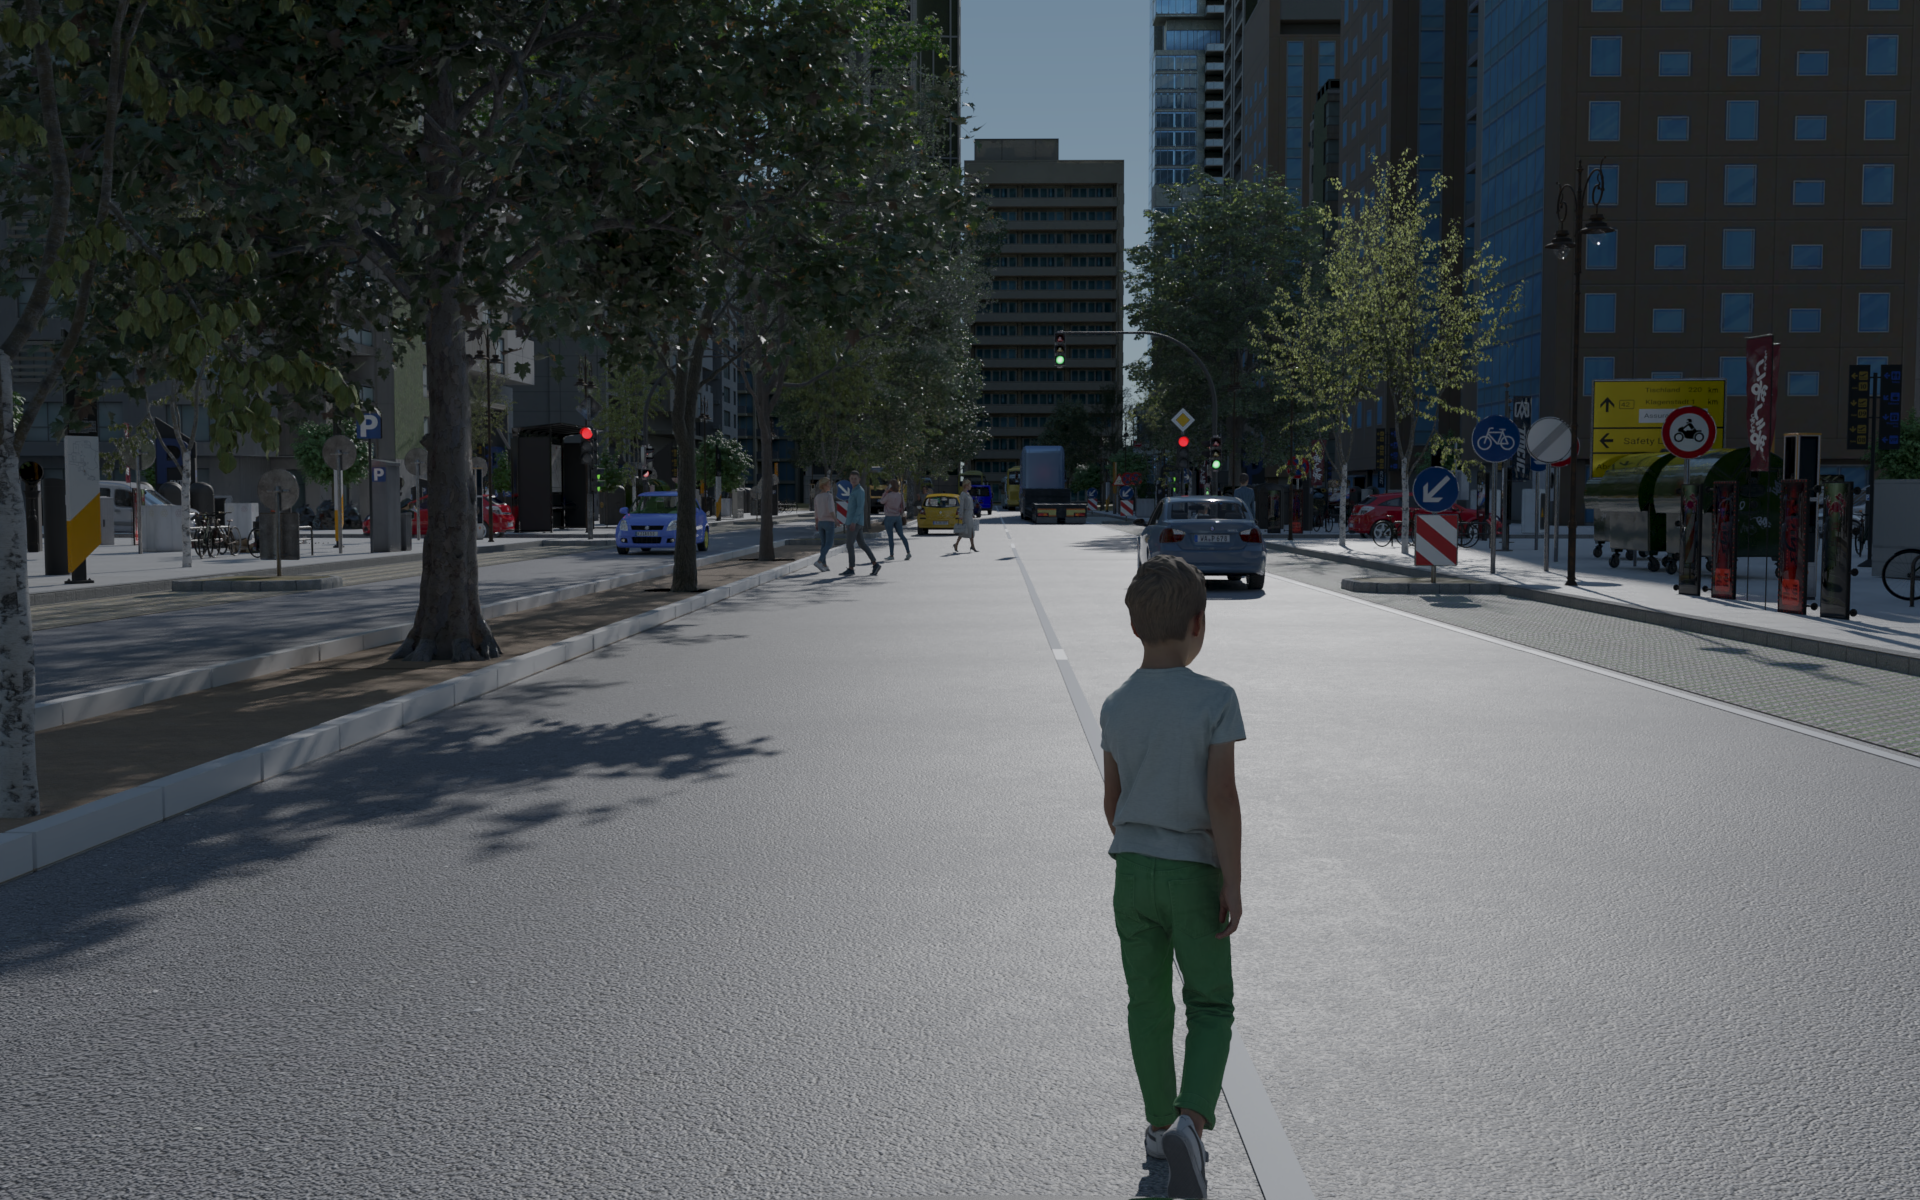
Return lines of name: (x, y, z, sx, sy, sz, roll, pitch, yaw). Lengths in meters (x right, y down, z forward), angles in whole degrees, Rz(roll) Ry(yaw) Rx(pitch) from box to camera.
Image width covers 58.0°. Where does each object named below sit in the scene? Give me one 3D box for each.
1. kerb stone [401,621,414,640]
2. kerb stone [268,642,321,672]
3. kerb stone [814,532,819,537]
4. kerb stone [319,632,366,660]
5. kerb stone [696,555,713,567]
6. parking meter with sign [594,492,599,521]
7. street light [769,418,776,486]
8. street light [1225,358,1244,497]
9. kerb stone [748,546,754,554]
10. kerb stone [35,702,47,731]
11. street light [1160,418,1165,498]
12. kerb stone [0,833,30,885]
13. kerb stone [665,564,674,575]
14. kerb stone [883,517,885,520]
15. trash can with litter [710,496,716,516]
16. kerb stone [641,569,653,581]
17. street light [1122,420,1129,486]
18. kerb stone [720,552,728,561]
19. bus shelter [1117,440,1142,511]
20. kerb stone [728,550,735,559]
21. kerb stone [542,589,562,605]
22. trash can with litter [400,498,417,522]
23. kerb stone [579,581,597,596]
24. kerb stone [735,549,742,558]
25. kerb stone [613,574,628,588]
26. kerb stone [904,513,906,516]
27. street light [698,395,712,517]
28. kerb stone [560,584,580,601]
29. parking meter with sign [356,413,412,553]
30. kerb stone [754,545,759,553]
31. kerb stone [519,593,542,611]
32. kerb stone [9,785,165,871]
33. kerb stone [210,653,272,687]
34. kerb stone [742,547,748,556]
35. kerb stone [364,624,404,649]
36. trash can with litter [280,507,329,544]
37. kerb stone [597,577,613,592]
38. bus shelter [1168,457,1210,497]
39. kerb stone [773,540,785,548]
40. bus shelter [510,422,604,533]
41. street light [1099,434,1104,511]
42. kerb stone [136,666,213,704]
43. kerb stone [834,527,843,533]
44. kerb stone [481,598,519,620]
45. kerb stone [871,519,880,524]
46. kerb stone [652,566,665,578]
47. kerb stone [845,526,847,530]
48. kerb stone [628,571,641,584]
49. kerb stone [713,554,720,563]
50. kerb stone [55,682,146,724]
kerb stone: (-5.479, 0.297, 17.337, 0.120, 0.150, 1.000, 0, 4, 1)
kerb stone: (-5.536, 0.485, 14.264, 0.120, 0.150, 1.000, 0, 4, 1)
kerb stone: (-4.757, -2.181, 57.859, 0.120, 0.150, 1.000, 0, 4, 1)
kerb stone: (-5.513, 0.422, 15.294, 0.120, 0.150, 1.000, 0, 4, 1)
kerb stone: (-5.158, -0.768, 34.789, 0.120, 0.150, 1.000, 0, 4, 1)
parking meter with sign: (-17.564, -5.256, 82.195, 0.543, 3.016, 1.738, 3, 5, 44)
street light: (-11.456, -8.113, 105.438, 0.468, 5.910, 1.993, 0, 4, 1)
street light: (9.310, -5.265, 58.868, 0.468, 5.910, 1.993, 0, 4, 1)
kerb stone: (-5.049, -1.147, 40.946, 0.120, 0.150, 1.000, 0, 4, 1)
kerb stone: (-5.604, 0.735, 10.174, 0.120, 0.150, 1.000, 0, 4, 1)
street light: (9.753, -6.723, 82.703, 0.468, 5.910, 1.993, 0, 4, 1)
kerb stone: (-3.579, 0.987, 6.055, 0.120, 0.150, 1.000, 0, 4, 1)
kerb stone: (-5.236, -0.520, 30.691, 0.120, 0.150, 1.000, 0, 4, 1)
kerb stone: (-4.165, -4.190, 90.704, 0.120, 0.150, 1.000, 0, 4, 1)
trash can with litter: (-14.212, -5.510, 101.471, 1.055, 1.170, 0.624, -1, 4, -19)
kerb stone: (-5.274, -0.389, 28.638, 0.120, 0.150, 1.000, 0, 4, 1)
street light: (10.182, -8.180, 106.537, 0.468, 5.910, 1.993, 0, 4, 1)
kerb stone: (-5.128, -0.892, 36.842, 0.120, 0.150, 1.000, 0, 4, 1)
bus shelter: (12.410, -9.077, 126.035, 2.179, 5.291, 8.768, 0, 4, 1)
kerb stone: (-5.117, -0.959, 37.867, 0.120, 0.150, 1.000, 0, 4, 1)
kerb stone: (-5.386, -0.013, 22.467, 0.120, 0.150, 1.000, 0, 4, 1)
trash can with litter: (-15.327, -2.179, 47.007, 1.055, 1.170, 0.624, -3, 5, -42)
kerb stone: (-5.354, -0.143, 24.534, 0.120, 0.150, 1.000, 0, 4, 1)
kerb stone: (-5.089, -1.020, 38.895, 0.120, 0.150, 1.000, 0, 4, 1)
kerb stone: (-5.303, -0.269, 26.589, 0.120, 0.150, 1.000, 0, 4, 1)
kerb stone: (-3.642, -6.008, 120.423, 0.120, 0.150, 1.000, 0, 4, 1)
street light: (-11.972, -6.638, 81.325, 0.468, 5.910, 1.993, 0, 4, 1)
kerb stone: (-5.367, -0.080, 23.497, 0.120, 0.150, 1.000, 0, 4, 1)
parking meter with sign: (-12.674, -2.570, 38.280, 0.543, 3.016, 1.738, 0, 4, 5)
kerb stone: (-5.036, -1.209, 41.968, 0.120, 0.150, 1.000, 0, 4, 1)
kerb stone: (-5.398, 0.046, 21.436, 0.120, 0.150, 1.000, 0, 4, 1)
kerb stone: (-3.558, 0.925, 7.079, 0.120, 0.150, 1.000, 0, 4, 1)
kerb stone: (-5.546, 0.548, 13.239, 0.120, 0.150, 1.000, 0, 4, 1)
kerb stone: (-5.074, -1.084, 39.922, 0.120, 0.150, 1.000, 0, 4, 1)
kerb stone: (-5.495, 0.360, 16.315, 0.120, 0.150, 1.000, 0, 4, 1)
trash can with litter: (-17.566, -2.077, 45.014, 1.678, 1.210, 2.233, -3, 5, -42)
kerb stone: (-5.326, -0.204, 25.556, 0.120, 0.150, 1.000, 0, 4, 1)
bus shelter: (12.939, -6.322, 97.286, 2.014, 3.302, 5.546, 0, 4, 1)
kerb stone: (-4.949, -1.523, 47.099, 0.120, 0.150, 1.000, 0, 4, 1)
bus shelter: (-13.859, -4.198, 59.921, 1.731, 3.624, 6.357, 0, 4, 1)
street light: (10.617, -9.638, 130.371, 0.468, 5.910, 1.993, 0, 4, 1)
kerb stone: (-5.572, 0.610, 12.217, 0.120, 0.150, 1.000, 0, 4, 1)
kerb stone: (-4.601, -2.683, 66.067, 0.120, 0.150, 1.000, 0, 4, 1)
kerb stone: (-5.422, 0.109, 20.407, 0.120, 0.150, 1.000, 0, 4, 1)
kerb stone: (-4.238, -3.939, 86.595, 0.120, 0.150, 1.000, 0, 4, 1)
kerb stone: (-5.256, -0.457, 29.659, 0.120, 0.150, 1.000, 0, 4, 1)
kerb stone: (-4.593, -2.743, 67.094, 0.120, 0.150, 1.000, 0, 4, 1)
kerb stone: (-5.291, -0.330, 27.616, 0.120, 0.150, 1.000, 0, 4, 1)
kerb stone: (-5.149, -0.832, 35.819, 0.120, 0.150, 1.000, 0, 4, 1)
kerb stone: (-5.585, 0.673, 11.196, 0.120, 0.150, 1.000, 0, 4, 1)
